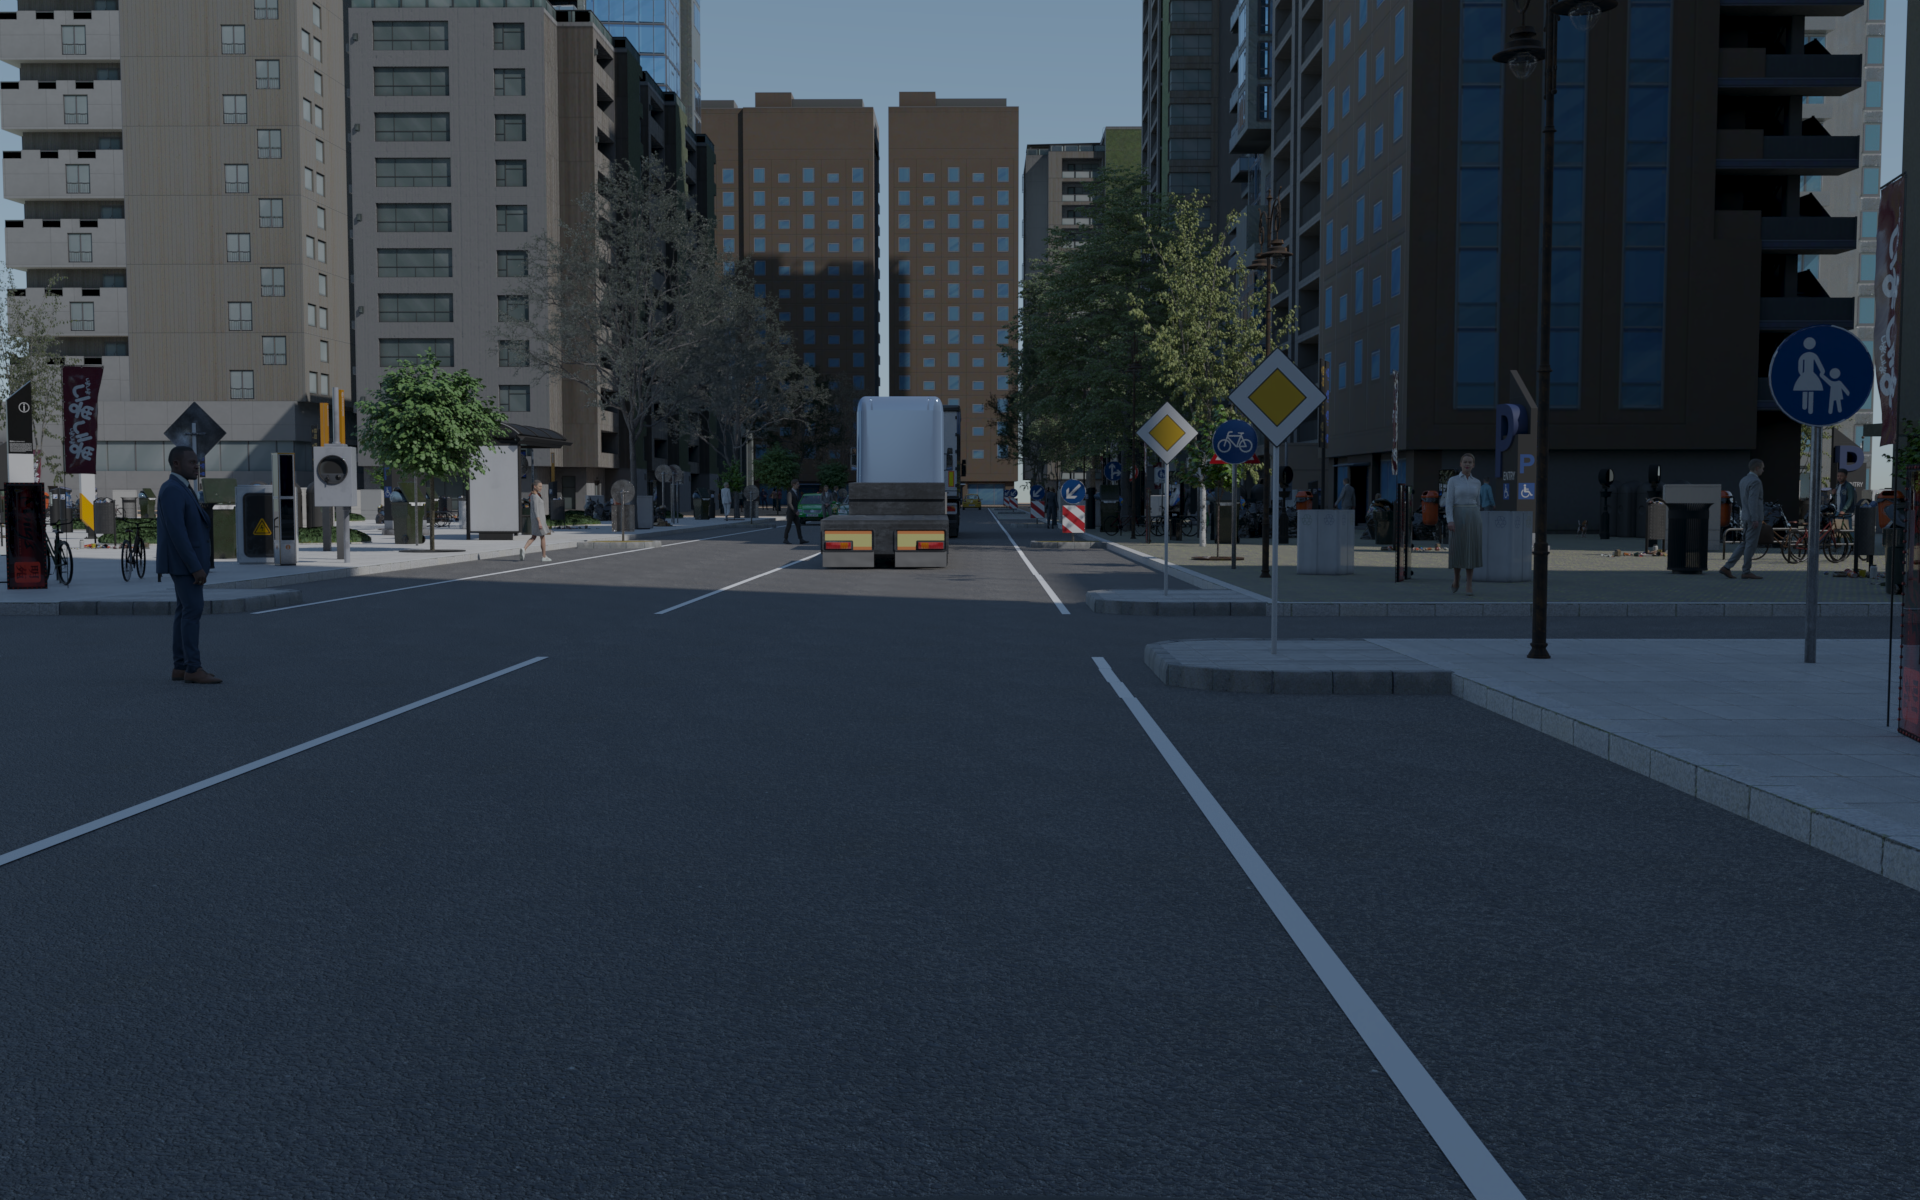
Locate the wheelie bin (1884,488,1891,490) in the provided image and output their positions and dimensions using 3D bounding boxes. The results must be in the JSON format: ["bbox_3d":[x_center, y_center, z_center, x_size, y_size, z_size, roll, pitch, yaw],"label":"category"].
[{"bbox_3d":[46.506,-4.806,86.482,0.980,1.594,0.693,1,4,8],"label":"wheelie bin"}]

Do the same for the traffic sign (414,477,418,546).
[{"bbox_3d":[-13.484,-2.626,42.934,0.884,2.594,0.081,0,4,6],"label":"traffic sign"}]

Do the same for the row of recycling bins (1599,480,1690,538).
[{"bbox_3d":[20.084,-2.670,50.764,1.069,1.692,3.534,-1,4,-19],"label":"row of recycling bins"}]

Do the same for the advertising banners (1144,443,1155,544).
[{"bbox_3d":[4.918,-3.010,45.395,0.090,3.025,2.074,0,4,3],"label":"advertising banners"}]

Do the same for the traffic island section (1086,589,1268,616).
[{"bbox_3d":[2.642,0.026,21.859,2.009,0.180,2.903,0,4,1],"label":"traffic island section"}]

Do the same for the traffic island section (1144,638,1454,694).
[{"bbox_3d":[2.560,0.514,13.874,2.009,0.180,2.903,0,4,1],"label":"traffic island section"}]

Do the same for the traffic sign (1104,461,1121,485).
[{"bbox_3d":[5.976,-4.111,67.325,0.768,2.556,0.104,1,4,8],"label":"traffic sign"}]

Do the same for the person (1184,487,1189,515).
[{"bbox_3d":[13.966,-6.159,107.411,0.551,1.740,0.621,2,4,30],"label":"person"}]

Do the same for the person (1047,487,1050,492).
[{"bbox_3d":[6.489,-7.321,125.749,0.705,1.822,1.348,-3,5,-41],"label":"person"}]

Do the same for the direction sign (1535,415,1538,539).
[{"bbox_3d":[16.213,-3.501,49.239,0.876,3.537,0.379,-2,4,-27],"label":"direction sign"}]

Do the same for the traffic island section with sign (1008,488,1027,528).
[{"bbox_3d":[3.179,-4.008,74.162,1.989,1.847,2.006,0,4,1],"label":"traffic island section with sign"}]

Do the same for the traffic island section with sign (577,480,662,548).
[{"bbox_3d":[-9.112,-2.322,46.588,1.989,1.847,2.006,0,4,1],"label":"traffic island section with sign"}]

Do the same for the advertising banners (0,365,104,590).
[{"bbox_3d":[-12.601,-1.655,23.252,2.074,3.025,0.090,-2,4,-24],"label":"advertising banners"}]

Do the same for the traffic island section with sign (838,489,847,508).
[{"bbox_3d":[-8.324,-7.041,123.740,1.989,1.847,2.006,0,4,1],"label":"traffic island section with sign"}]

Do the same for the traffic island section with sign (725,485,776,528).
[{"bbox_3d":[-8.848,-3.970,73.542,1.989,1.847,2.006,0,4,1],"label":"traffic island section with sign"}]

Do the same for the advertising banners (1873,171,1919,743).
[{"bbox_3d":[4.993,-0.781,8.962,0.090,3.025,2.074,1,4,15],"label":"advertising banners"}]

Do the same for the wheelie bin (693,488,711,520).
[{"bbox_3d":[-12.913,-4.798,86.360,0.693,1.594,0.980,3,4,36],"label":"wheelie bin"}]

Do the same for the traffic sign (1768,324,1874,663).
[{"bbox_3d":[6.466,-0.794,13.096,0.768,2.556,0.104,0,4,3],"label":"traffic sign"}]

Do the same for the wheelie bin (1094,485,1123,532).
[{"bbox_3d":[4.997,-3.086,58.366,0.980,1.594,0.693,0,4,1],"label":"wheelie bin"}]

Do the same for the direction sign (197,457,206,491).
[{"bbox_3d":[-35.767,-5.465,81.354,0.876,3.537,0.379,1,4,23],"label":"direction sign"}]

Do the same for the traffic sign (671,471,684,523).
[{"bbox_3d":[-12.433,-4.531,76.215,0.606,2.300,0.079,1,4,9],"label":"traffic sign"}]

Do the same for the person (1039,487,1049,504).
[{"bbox_3d":[6.050,-7.079,122.336,0.990,1.755,0.434,1,4,12],"label":"person"}]

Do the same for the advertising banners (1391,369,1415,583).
[{"bbox_3d":[6.468,-1.783,25.338,0.090,3.025,2.074,1,4,23],"label":"advertising banners"}]

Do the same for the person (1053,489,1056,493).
[{"bbox_3d":[7.780,-8.298,142.431,1.217,1.735,0.721,-2,4,-28],"label":"person"}]

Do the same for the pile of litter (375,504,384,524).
[{"bbox_3d":[-24.669,-3.720,74.785,1.176,0.858,1.719,0,4,5],"label":"pile of litter"}]

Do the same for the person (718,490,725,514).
[{"bbox_3d":[-15.221,-6.433,111.231,0.705,1.822,1.348,-3,4,-39],"label":"person"}]

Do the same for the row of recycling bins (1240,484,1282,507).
[{"bbox_3d":[12.090,-3.993,72.392,3.534,1.692,1.069,0,4,0],"label":"row of recycling bins"}]

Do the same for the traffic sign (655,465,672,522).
[{"bbox_3d":[-12.786,-4.559,74.642,0.768,2.556,0.104,1,4,10],"label":"traffic sign"}]

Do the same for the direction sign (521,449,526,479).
[{"bbox_3d":[-22.398,-5.862,87.838,0.876,3.537,0.379,-3,5,-40],"label":"direction sign"}]

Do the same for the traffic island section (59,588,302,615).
[{"bbox_3d":[-9.699,0.018,21.990,2.009,0.180,2.903,0,4,1],"label":"traffic island section"}]

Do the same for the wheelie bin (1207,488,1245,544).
[{"bbox_3d":[6.891,-2.267,44.980,0.980,1.594,0.693,0,4,2],"label":"wheelie bin"}]

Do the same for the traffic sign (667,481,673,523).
[{"bbox_3d":[-12.958,-4.760,77.827,0.884,2.594,0.081,0,4,3],"label":"traffic sign"}]

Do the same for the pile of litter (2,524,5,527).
[{"bbox_3d":[-36.465,-3.241,66.960,1.719,0.858,1.176,1,4,12],"label":"pile of litter"}]

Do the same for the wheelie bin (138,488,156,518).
[{"bbox_3d":[-43.271,-5.152,92.146,0.693,1.594,0.980,1,4,13],"label":"wheelie bin"}]

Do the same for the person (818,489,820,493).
[{"bbox_3d":[-13.634,-9.844,167.669,1.217,1.739,0.721,-1,4,-12],"label":"person"}]

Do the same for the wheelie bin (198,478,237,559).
[{"bbox_3d":[-14.731,-1.620,34.391,0.980,1.594,0.693,-2,4,-33],"label":"wheelie bin"}]

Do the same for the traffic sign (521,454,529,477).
[{"bbox_3d":[-13.675,-3.259,53.385,0.768,2.556,0.104,0,4,3],"label":"traffic sign"}]

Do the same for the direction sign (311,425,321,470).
[{"bbox_3d":[-20.954,-3.960,56.736,0.876,3.537,0.379,3,4,38],"label":"direction sign"}]

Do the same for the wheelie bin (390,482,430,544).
[{"bbox_3d":[-14.204,-2.236,44.474,0.693,1.594,0.980,2,4,26],"label":"wheelie bin"}]

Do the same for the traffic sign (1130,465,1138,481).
[{"bbox_3d":[6.785,-4.255,69.675,0.768,2.556,0.104,0,4,5],"label":"traffic sign"}]

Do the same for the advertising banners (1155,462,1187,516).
[{"bbox_3d":[11.456,-5.996,94.215,2.074,3.025,0.090,0,4,-7],"label":"advertising banners"}]

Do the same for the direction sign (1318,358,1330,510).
[{"bbox_3d":[6.162,-2.286,29.376,0.379,3.537,0.876,1,4,21],"label":"direction sign"}]

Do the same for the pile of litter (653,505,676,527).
[{"bbox_3d":[-12.004,-3.342,68.610,1.176,0.858,1.719,-3,4,-38],"label":"pile of litter"}]

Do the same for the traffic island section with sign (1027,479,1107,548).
[{"bbox_3d":[2.900,-2.322,46.596,1.989,1.847,2.006,0,4,1],"label":"traffic island section with sign"}]

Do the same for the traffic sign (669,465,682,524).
[{"bbox_3d":[-12.400,-4.579,74.965,0.768,2.556,0.104,0,4,8],"label":"traffic sign"}]

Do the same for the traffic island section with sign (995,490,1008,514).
[{"bbox_3d":[3.701,-7.054,123.964,1.989,1.847,2.006,0,4,1],"label":"traffic island section with sign"}]

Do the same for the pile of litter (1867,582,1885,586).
[{"bbox_3d":[13.444,-0.613,23.990,1.176,0.858,1.719,0,4,-7],"label":"pile of litter"}]

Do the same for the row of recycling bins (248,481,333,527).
[{"bbox_3d":[-21.204,-2.832,53.412,3.534,1.692,1.069,-1,4,-19],"label":"row of recycling bins"}]

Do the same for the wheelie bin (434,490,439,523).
[{"bbox_3d":[-23.356,-4.170,76.091,0.693,1.594,0.980,1,4,18],"label":"wheelie bin"}]

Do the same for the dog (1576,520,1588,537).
[{"bbox_3d":[18.479,-2.113,51.386,0.406,0.507,0.540,-3,4,-38],"label":"dog"}]

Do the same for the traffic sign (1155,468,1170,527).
[{"bbox_3d":[7.833,-3.974,67.108,0.606,2.300,0.079,0,4,6],"label":"traffic sign"}]

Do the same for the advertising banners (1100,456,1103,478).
[{"bbox_3d":[7.426,-5.113,79.784,2.074,3.025,0.090,-1,4,-15],"label":"advertising banners"}]

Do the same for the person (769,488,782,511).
[{"bbox_3d":[-14.216,-7.745,133.389,1.217,1.736,0.721,2,4,29],"label":"person"}]
